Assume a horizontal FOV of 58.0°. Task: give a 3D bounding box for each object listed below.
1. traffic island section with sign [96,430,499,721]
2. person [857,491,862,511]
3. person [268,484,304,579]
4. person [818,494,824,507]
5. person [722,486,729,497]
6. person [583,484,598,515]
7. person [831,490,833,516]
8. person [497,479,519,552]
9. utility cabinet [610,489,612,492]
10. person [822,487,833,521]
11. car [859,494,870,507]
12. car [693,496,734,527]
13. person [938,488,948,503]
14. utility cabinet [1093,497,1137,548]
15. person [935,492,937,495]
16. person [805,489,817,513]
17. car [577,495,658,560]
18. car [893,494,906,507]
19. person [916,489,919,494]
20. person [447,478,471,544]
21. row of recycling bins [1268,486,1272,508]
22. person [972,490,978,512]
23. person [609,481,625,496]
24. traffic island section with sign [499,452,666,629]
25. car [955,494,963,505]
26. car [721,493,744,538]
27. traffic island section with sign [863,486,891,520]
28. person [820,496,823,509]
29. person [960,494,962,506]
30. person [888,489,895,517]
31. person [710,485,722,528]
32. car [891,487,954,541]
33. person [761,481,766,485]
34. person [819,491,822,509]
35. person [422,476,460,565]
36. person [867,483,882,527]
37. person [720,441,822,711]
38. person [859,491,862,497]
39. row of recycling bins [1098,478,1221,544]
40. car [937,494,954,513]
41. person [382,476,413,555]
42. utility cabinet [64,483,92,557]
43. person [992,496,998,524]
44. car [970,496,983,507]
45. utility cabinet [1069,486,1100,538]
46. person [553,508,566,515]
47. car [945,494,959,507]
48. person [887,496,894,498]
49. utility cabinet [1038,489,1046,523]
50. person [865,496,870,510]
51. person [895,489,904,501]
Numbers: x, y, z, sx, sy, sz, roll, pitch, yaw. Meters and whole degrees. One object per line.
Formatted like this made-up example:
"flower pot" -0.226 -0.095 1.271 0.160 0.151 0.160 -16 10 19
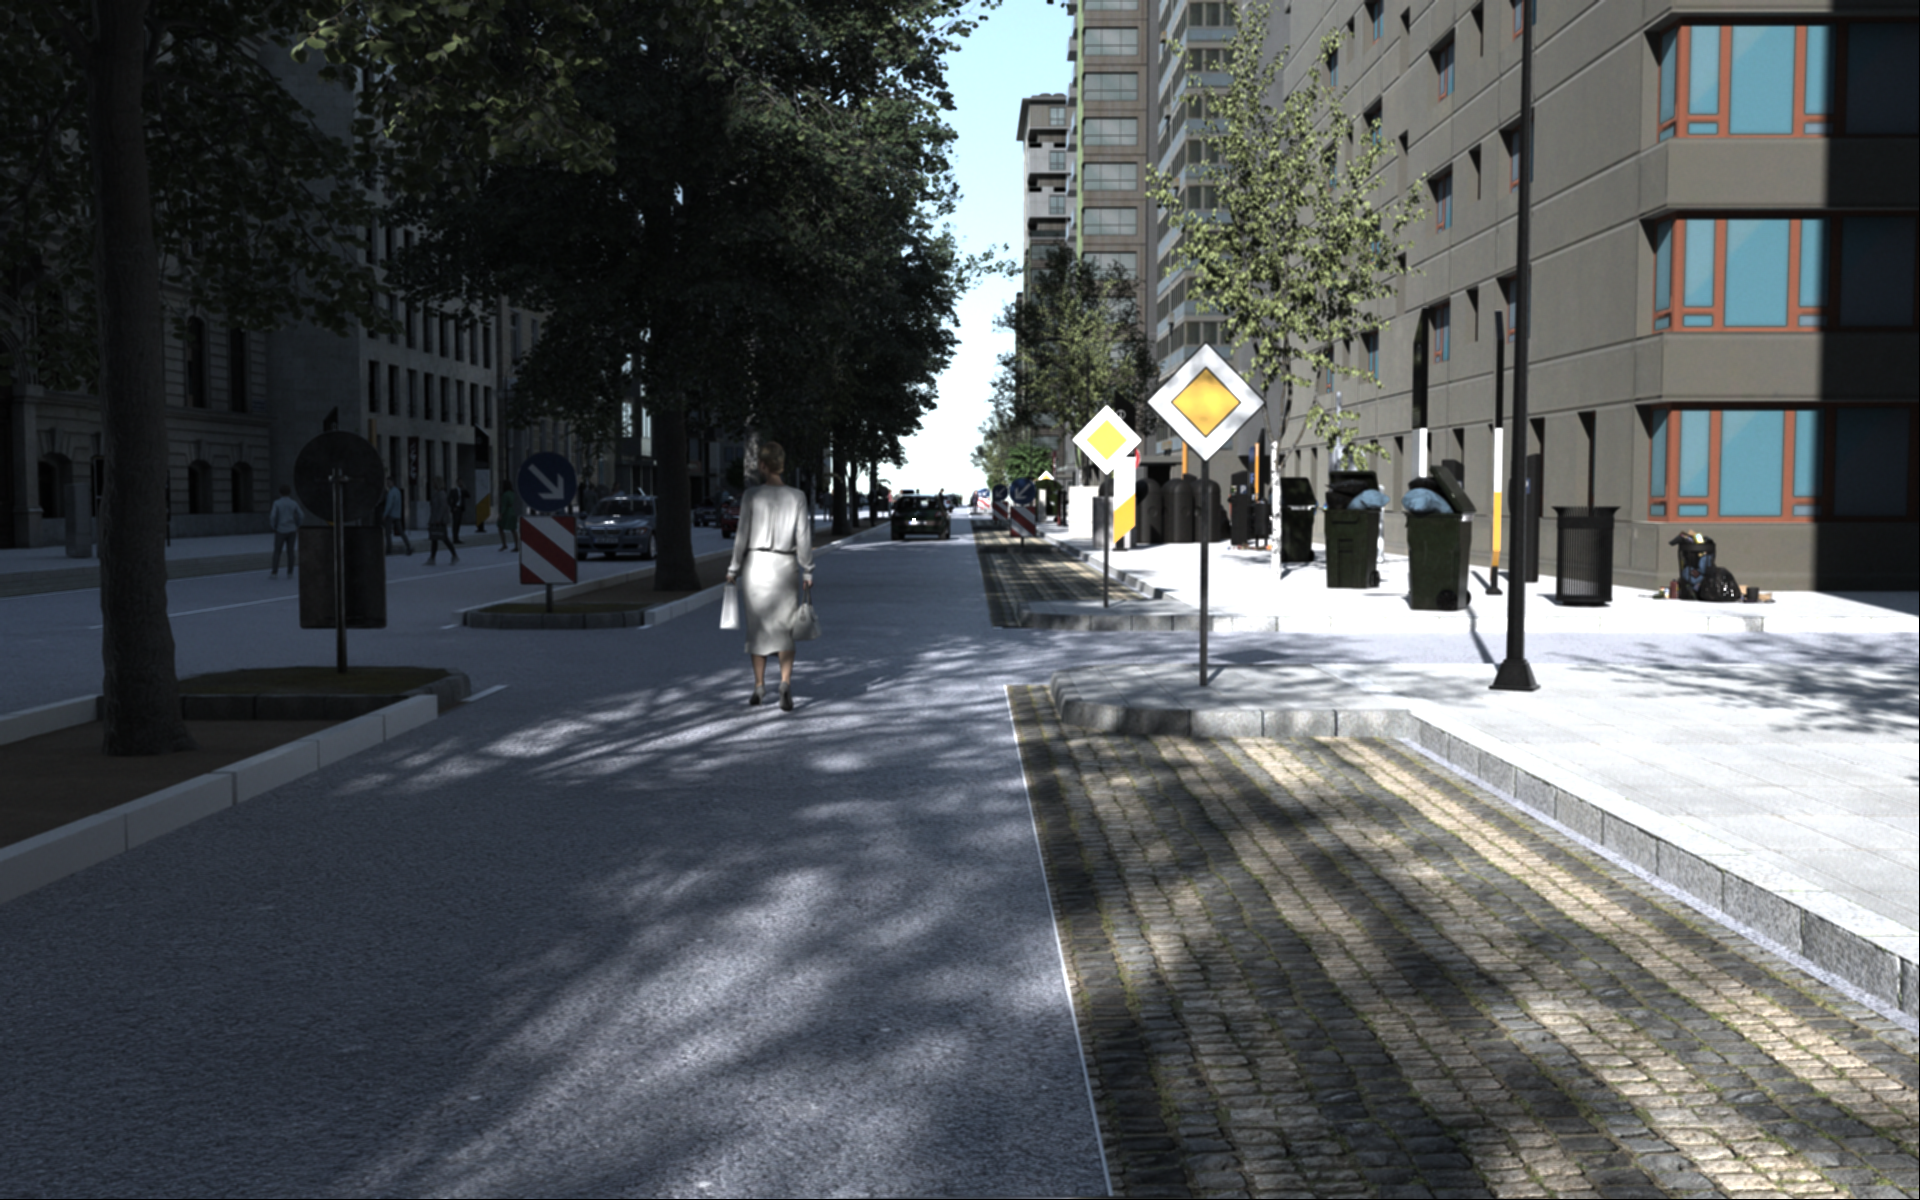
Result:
"traffic island section with sign" -4.460 -0.227 11.856 2.006 1.907 1.989 0 4 0
"person" -8.785 -8.583 149.758 0.530 1.710 0.541 -1 4 -17
"person" -11.455 -1.169 29.420 0.589 1.601 0.330 -2 4 -30
"person" -12.259 -8.771 155.168 1.065 1.426 0.557 -1 4 -23
"person" -12.556 -5.162 92.761 0.748 1.841 0.638 3 5 44
"person" -14.259 -3.582 67.166 0.694 1.812 0.767 1 4 9
"person" -8.163 -6.195 110.619 1.217 1.723 0.721 3 5 42
"person" -11.233 -2.098 43.051 0.529 1.795 0.600 0 4 5
"utility cabinet" -16.084 -4.361 79.982 0.318 1.500 1.173 -1 4 -22
"person" -6.958 -5.025 90.928 0.678 1.792 0.850 1 4 11
"car" -10.009 -10.775 187.967 2.131 1.459 4.920 0 4 1
"car" -10.784 -3.941 77.021 1.945 1.354 3.894 0 4 0
"person" -0.965 -5.515 99.122 0.568 1.767 0.683 0 4 1
"utility cabinet" 3.700 -1.851 41.426 1.020 1.237 0.306 -1 4 -10
"person" -3.471 -14.888 252.652 0.721 1.736 1.217 0 4 4
"person" -11.706 -7.703 134.472 1.348 1.821 0.705 2 4 27
"car" -7.454 -1.652 39.020 2.014 1.417 4.499 0 4 2
"car" -6.684 -11.351 195.380 2.009 1.686 4.222 0 4 -1
"person" -2.333 -5.362 96.988 1.217 1.723 0.721 1 4 15
"person" -14.399 -2.568 49.841 0.474 1.900 0.648 1 4 20
"row of recycling bins" 12.150 -3.136 58.386 3.534 1.692 1.069 1 4 19
"person" 1.137 -7.312 128.970 0.541 1.710 0.530 -1 4 -21
"person" -10.193 -2.611 51.292 0.616 1.811 0.778 -1 4 -15
"traffic island section with sign" -4.429 -0.681 19.263 2.006 1.907 1.989 0 4 0
"car" -0.693 -12.631 218.316 2.131 1.459 4.920 0 4 -1
"car" -6.802 -2.979 57.746 2.155 1.783 4.494 0 4 2
"traffic island section with sign" -4.232 -5.276 94.402 2.006 1.907 1.989 0 4 0
"person" -13.211 -9.500 167.019 0.628 1.438 0.799 0 4 4
"person" 0.145 -12.443 215.195 0.557 1.426 1.065 0 4 3
"person" -4.299 -6.072 108.489 0.721 1.743 1.217 -1 4 -17
"person" -10.159 -3.888 72.252 0.590 1.801 0.661 -1 4 -16
"car" -1.217 -2.741 54.598 2.009 1.686 4.222 0 4 2
"person" -6.168 -2.837 54.791 0.656 1.842 0.836 -1 4 -10
"person" -13.451 -9.760 168.527 0.568 1.767 0.683 0 4 2
"person" -10.443 -1.601 34.852 0.728 1.800 0.709 -2 4 -26
"person" -3.690 -4.120 75.223 0.474 1.900 0.648 2 4 28
"person" -1.280 -0.163 11.516 0.694 1.780 0.624 0 4 2
"person" -10.947 -11.207 191.815 1.350 1.814 0.705 1 4 13
"row of recycling bins" 5.269 -2.334 45.272 3.534 1.692 1.069 -2 4 -25
"car" -1.463 -7.379 132.649 2.014 1.417 4.499 0 4 1
"person" -13.165 -1.956 40.344 0.748 1.841 0.638 1 4 20
"utility cabinet" -17.894 -1.616 35.106 0.318 1.500 1.173 -3 4 -36
"person" 1.708 -4.431 81.190 0.600 1.795 0.529 2 4 27
"car" 2.044 -11.440 196.829 2.009 1.686 4.222 0 4 2
"utility cabinet" 3.705 -2.490 49.391 1.173 1.500 0.318 1 4 13
"person" -11.201 -2.453 48.632 0.654 1.822 0.581 1 4 23
"car" -1.112 -11.487 199.612 2.131 1.459 4.920 0 4 -2
"person" -9.120 -13.039 221.326 1.348 1.869 0.705 -1 4 -12
"utility cabinet" 3.635 -4.152 76.570 0.318 1.500 1.173 0 4 0
"person" -7.551 -8.495 148.076 1.217 1.739 0.721 1 4 17
"person" -3.772 -6.351 113.124 1.217 1.735 0.721 -3 5 -40
